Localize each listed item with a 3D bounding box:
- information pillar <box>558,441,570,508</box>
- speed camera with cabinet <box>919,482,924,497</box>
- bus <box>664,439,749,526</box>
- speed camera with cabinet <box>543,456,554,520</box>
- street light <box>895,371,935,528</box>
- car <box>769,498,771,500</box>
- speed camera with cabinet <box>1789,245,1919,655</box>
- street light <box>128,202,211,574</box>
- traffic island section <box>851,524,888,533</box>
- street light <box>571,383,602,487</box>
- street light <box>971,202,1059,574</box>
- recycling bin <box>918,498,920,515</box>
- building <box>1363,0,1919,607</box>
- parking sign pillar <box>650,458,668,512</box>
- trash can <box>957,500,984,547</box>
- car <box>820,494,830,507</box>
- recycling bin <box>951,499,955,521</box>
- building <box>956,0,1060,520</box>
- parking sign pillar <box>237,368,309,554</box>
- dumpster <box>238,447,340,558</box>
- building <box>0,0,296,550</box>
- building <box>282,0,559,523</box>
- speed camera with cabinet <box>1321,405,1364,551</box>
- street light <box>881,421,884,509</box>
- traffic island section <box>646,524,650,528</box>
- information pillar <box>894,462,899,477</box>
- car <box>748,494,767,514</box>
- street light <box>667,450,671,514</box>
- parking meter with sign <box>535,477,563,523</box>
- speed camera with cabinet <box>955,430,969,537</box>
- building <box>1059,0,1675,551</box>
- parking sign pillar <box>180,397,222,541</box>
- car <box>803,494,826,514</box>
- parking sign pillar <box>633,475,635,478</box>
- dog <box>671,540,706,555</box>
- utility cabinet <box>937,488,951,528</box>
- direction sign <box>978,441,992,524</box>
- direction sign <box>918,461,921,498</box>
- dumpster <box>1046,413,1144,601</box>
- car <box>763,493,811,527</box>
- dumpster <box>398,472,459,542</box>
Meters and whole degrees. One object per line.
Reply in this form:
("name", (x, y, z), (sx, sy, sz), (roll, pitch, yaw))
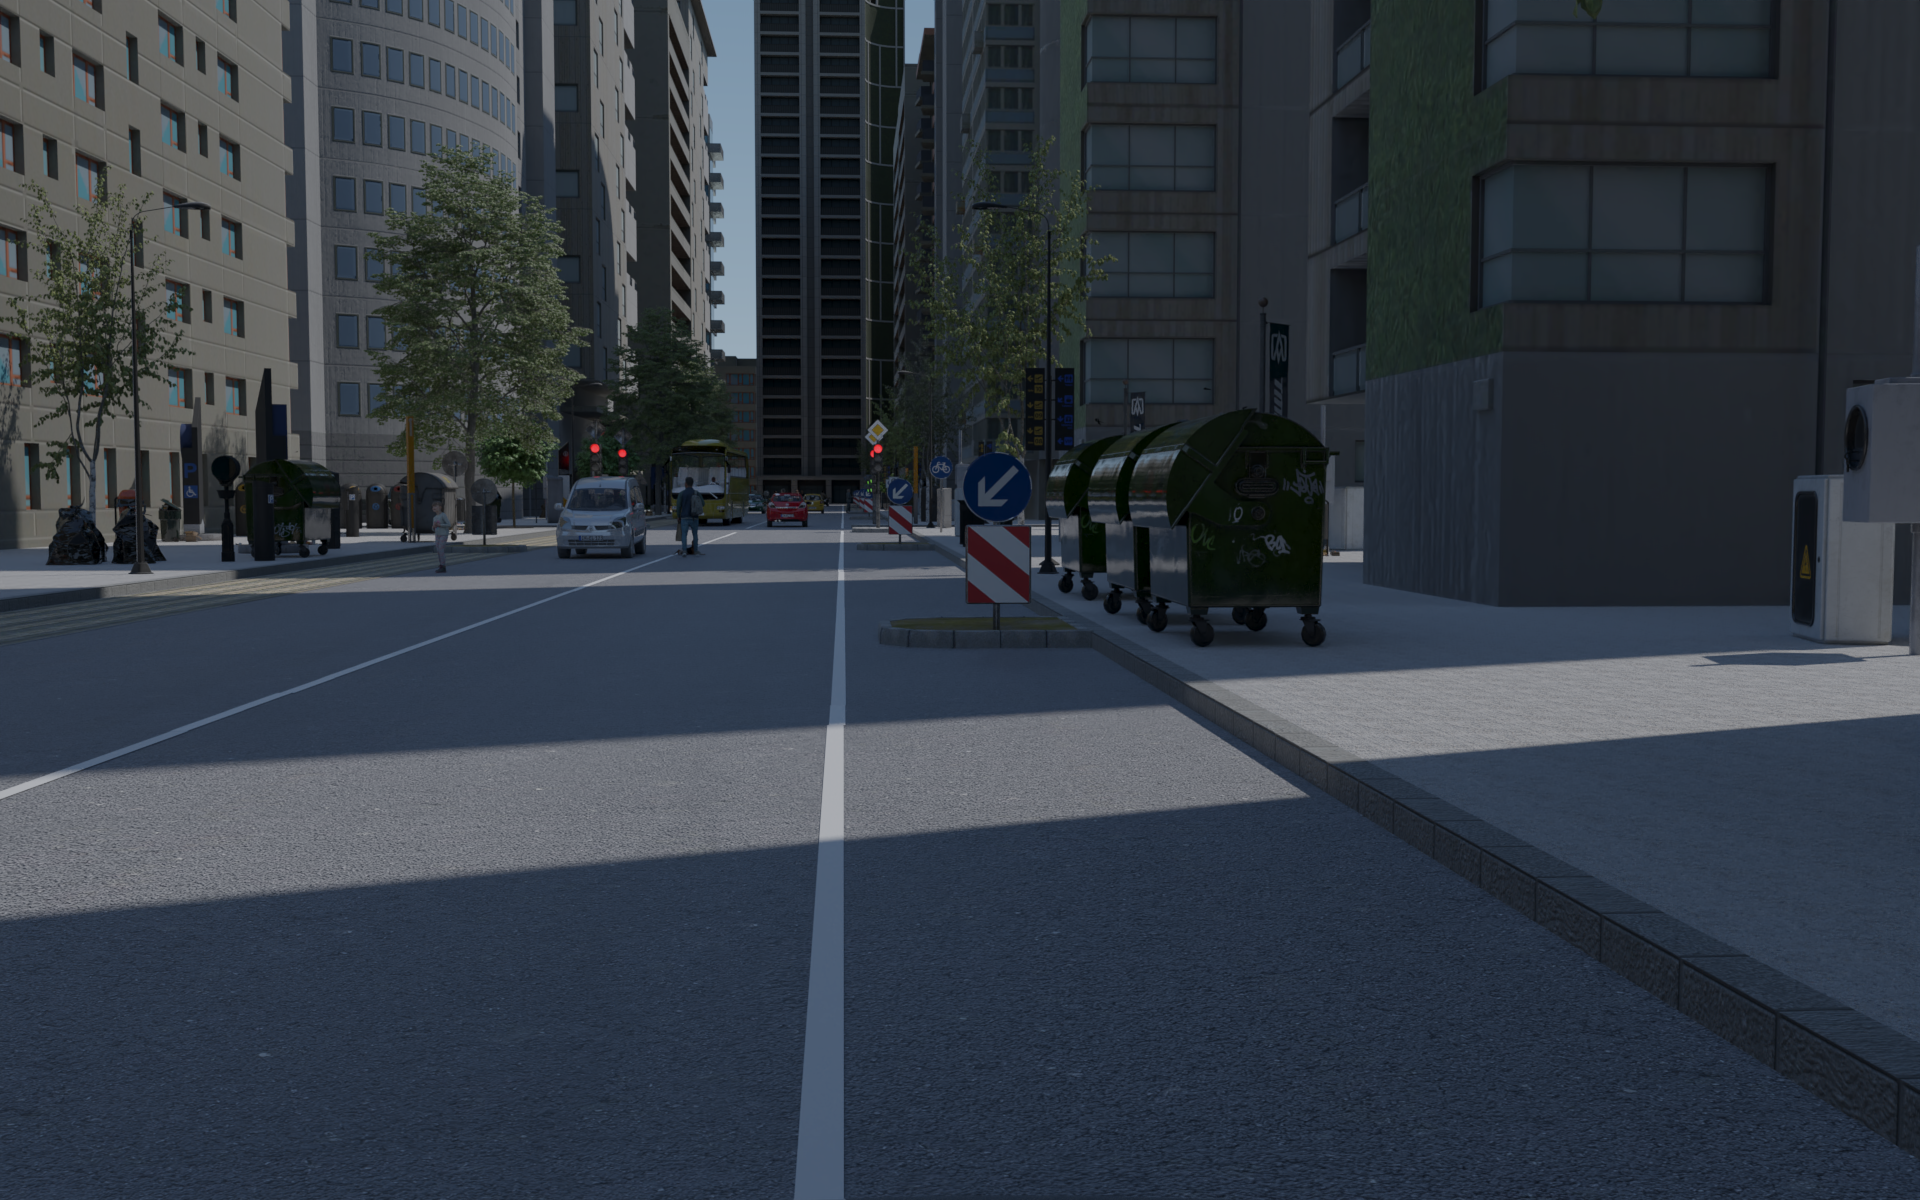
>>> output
("information pillar", (-17.564, -5.231, 76.875), (0.504, 3.616, 0.183), (-2, 4, -26))
("speed camera with cabinet", (-3.092, -7.743, 120.926), (0.660, 3.252, 2.038), (1, 4, 17))
("bus", (-11.699, -5.505, 81.549), (2.896, 3.916, 12.252), (0, 4, -2))
("speed camera with cabinet", (-20.027, -5.598, 85.863), (0.660, 3.252, 2.038), (-2, 4, -35))
("street light", (-1.650, -5.683, 65.453), (1.470, 5.913, 1.316), (0, 4, -4))
("car", (-17.184, -9.475, 165.146), (2.015, 1.641, 3.980), (0, 4, -3))
("speed camera with cabinet", (7.606, -1.238, 14.576), (0.660, 3.252, 2.038), (1, 4, 10))
("street light", (-12.610, -3.371, 27.658), (1.470, 5.913, 1.316), (0, 4, -4))
("traffic island section", (-3.075, -2.642, 65.485), (2.009, 0.180, 2.903), (0, 4, -4))
("street light", (-15.671, -6.118, 72.577), (1.470, 5.913, 1.316), (0, 4, -4))
("street light", (0.880, -3.375, 27.717), (1.470, 5.913, 1.316), (0, 4, -4))
("recycling bin", (-2.891, -5.810, 107.550), (0.722, 1.027, 0.722), (-3, 4, -38))
("building", (12.649, -20.923, 25.680), (14.154, 41.232, 14.086), (0, 4, -4))
("parking sign pillar", (-21.657, -8.346, 124.925), (1.447, 3.967, 1.447), (1, 4, 13))
("trash can", (0.293, -1.860, 42.072), (0.748, 1.137, 0.748), (0, 3, 0))
("car", (-16.074, -11.680, 200.752), (2.009, 1.686, 4.222), (0, 4, -3))
("recycling bin", (-0.056, -4.311, 83.037), (0.722, 1.027, 0.722), (1, 4, 18))
("building", (12.319, -24.429, 91.295), (23.993, 40.220, 32.217), (0, 4, -4))
("parking sign pillar", (-15.020, -3.015, 37.768), (1.447, 3.967, 1.447), (-2, 4, -31))
("dumpster", (-13.720, -2.016, 35.452), (1.502, 2.255, 1.985), (0, 4, -4))
("building", (-37.005, -12.318, 46.447), (28.899, 21.520, 27.650), (0, 4, -4))
("building", (-33.275, -33.302, 86.487), (21.231, 58.520, 28.212), (0, 4, -4))
("speed camera with cabinet", (8.512, -2.751, 39.317), (2.038, 3.252, 0.660), (-3, 5, -40))
("street light", (-4.609, -8.410, 110.038), (1.470, 5.913, 1.316), (0, 4, -4))
("traffic island section", (-14.130, -3.087, 72.751), (2.009, 0.180, 2.903), (0, 4, -4))
("information pillar", (-4.834, -8.436, 129.282), (0.183, 3.616, 0.504), (0, 4, 7))
("car", (-15.194, -7.055, 127.153), (2.131, 1.459, 4.920), (0, 4, -5))
("street light", (-18.115, -8.462, 110.894), (1.470, 5.913, 1.316), (0, 4, -4))
("parking meter with sign", (-17.797, -4.885, 76.136), (1.738, 3.016, 0.543), (-1, 4, -20))
("speed camera with cabinet", (0.166, -3.591, 53.055), (0.660, 3.252, 2.038), (0, 4, 2))
("building", (9.543, -22.261, 47.566), (14.154, 41.232, 14.086), (0, 4, -4))
("parking sign pillar", (-21.095, -3.616, 47.599), (1.447, 3.967, 1.447), (-1, 4, -19))
("car", (-10.888, -7.192, 127.808), (2.015, 1.641, 3.980), (0, 4, -5))
("parking sign pillar", (-27.930, -9.678, 146.701), (1.447, 3.967, 1.447), (-2, 4, -24))
("dog", (-6.384, -1.254, 40.695), (0.748, 0.427, 0.550), (3, 5, 42))
("utility cabinet", (-0.606, -3.465, 65.330), (0.318, 1.500, 1.173), (-1, 4, -13))
("direction sign", (1.091, -5.051, 74.588), (0.379, 3.537, 0.876), (-3, 5, -40))
("direction sign", (-2.878, -7.766, 118.969), (0.379, 3.537, 0.876), (-2, 4, -31))
("dumpster", (1.920, -1.167, 21.579), (1.502, 2.255, 1.985), (0, 4, -4))
("car", (-7.628, -4.123, 76.443), (2.155, 1.783, 4.494), (0, 4, -6))
("dumpster", (-14.347, -2.505, 46.722), (1.264, 1.857, 1.865), (0, 4, -4))
